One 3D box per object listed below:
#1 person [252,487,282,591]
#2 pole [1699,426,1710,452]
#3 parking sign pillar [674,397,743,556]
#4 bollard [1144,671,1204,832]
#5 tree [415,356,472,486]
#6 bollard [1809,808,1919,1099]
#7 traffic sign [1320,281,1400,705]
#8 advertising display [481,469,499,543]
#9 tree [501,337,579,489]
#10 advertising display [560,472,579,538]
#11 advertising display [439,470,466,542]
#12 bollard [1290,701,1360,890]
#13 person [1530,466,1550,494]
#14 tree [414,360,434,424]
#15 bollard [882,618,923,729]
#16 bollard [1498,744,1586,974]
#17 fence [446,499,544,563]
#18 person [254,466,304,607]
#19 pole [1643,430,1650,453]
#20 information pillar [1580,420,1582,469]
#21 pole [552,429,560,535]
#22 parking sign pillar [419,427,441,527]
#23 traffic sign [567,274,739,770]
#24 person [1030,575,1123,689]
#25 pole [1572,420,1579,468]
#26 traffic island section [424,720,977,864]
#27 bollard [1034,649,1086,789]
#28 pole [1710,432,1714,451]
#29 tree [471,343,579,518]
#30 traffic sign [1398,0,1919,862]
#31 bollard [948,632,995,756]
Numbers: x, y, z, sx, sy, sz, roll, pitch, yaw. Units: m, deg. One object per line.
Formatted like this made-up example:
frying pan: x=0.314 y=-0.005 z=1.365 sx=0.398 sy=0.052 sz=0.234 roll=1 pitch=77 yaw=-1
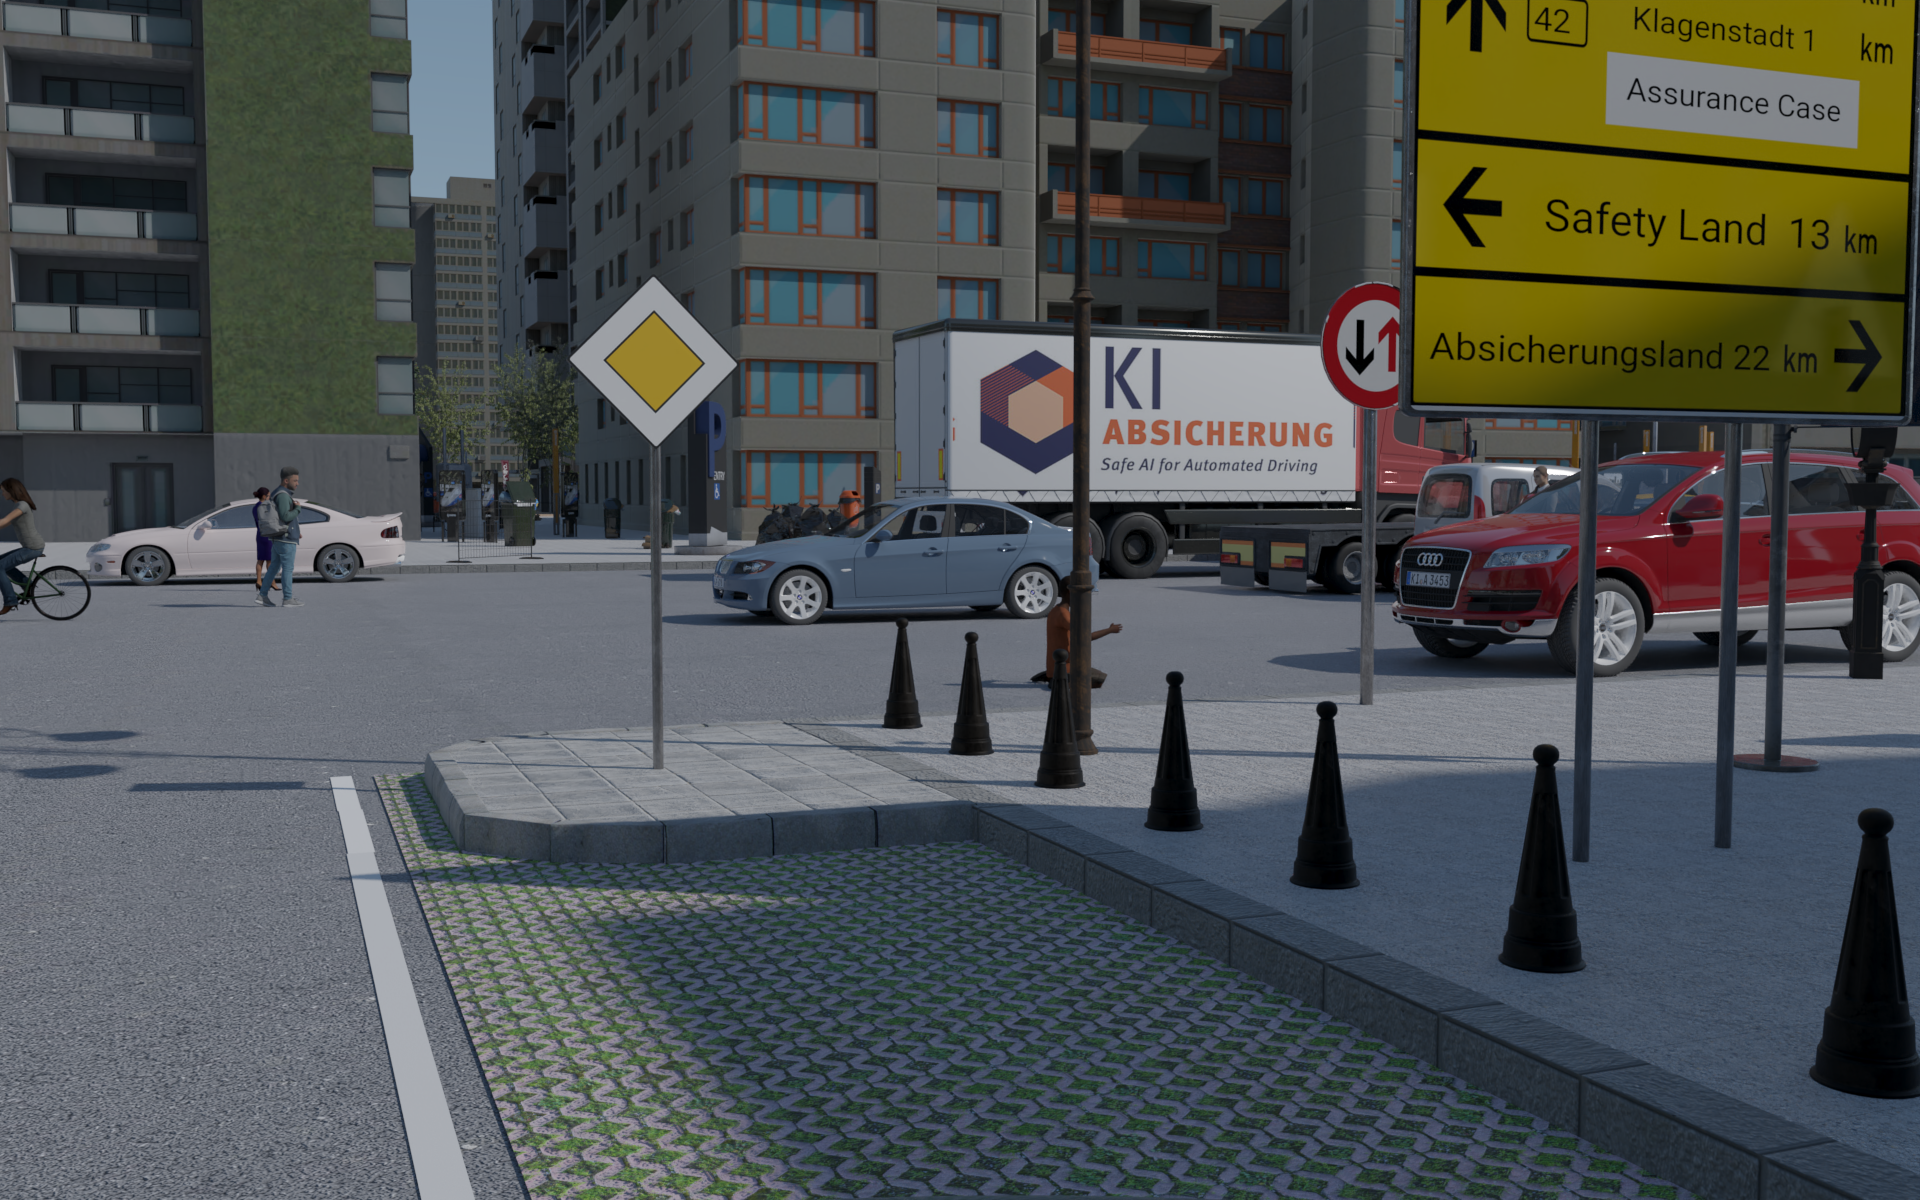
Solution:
person: x=-10.189 y=-0.903 z=25.641 sx=0.453 sy=1.535 sz=0.546 roll=1 pitch=4 yaw=21
pole: x=22.152 y=-3.540 z=51.720 sx=0.158 sy=3.312 sz=0.155 roll=0 pitch=3 yaw=0
parking sign pillar: x=-5.355 y=-2.952 z=36.741 sx=1.447 sy=3.967 sz=1.447 roll=1 pitch=4 yaw=11
bollard: x=0.825 y=0.573 z=6.668 sx=0.229 sy=0.601 sz=0.229 roll=0 pitch=3 yaw=0
tree: x=-27.623 y=-8.761 z=93.608 sx=4.737 sy=8.622 sz=4.395 roll=0 pitch=3 yaw=0
bollard: x=1.981 y=0.751 z=3.763 sx=0.229 sy=0.601 sz=0.229 roll=0 pitch=3 yaw=0
traffic sign: x=2.479 y=-0.635 z=10.488 sx=0.768 sy=2.556 sz=0.104 roll=-1 pitch=4 yaw=-21
advertising display: x=-12.423 y=-2.480 z=45.769 sx=0.123 sy=1.923 sz=0.974 roll=-3 pitch=4 yaw=-36
tree: x=-19.079 y=-7.945 z=80.271 sx=4.360 sy=8.622 sz=3.978 roll=0 pitch=3 yaw=0
advertising display: x=-11.618 y=-2.834 z=51.544 sx=0.123 sy=1.923 sz=0.974 roll=1 pitch=4 yaw=13
advertising display: x=-13.634 y=-2.527 z=46.528 sx=0.974 sy=1.923 sz=0.123 roll=2 pitch=4 yaw=35
bollard: x=1.205 y=0.632 z=5.706 sx=0.229 sy=0.601 sz=0.229 roll=0 pitch=3 yaw=0
person: x=7.285 y=-0.808 z=21.988 sx=0.573 sy=1.790 sz=0.520 roll=-2 pitch=4 yaw=-33
tree: x=-37.462 y=-11.597 z=106.625 sx=9.611 sy=12.733 sz=9.660 roll=0 pitch=3 yaw=0
bollard: x=-0.318 y=0.398 z=9.532 sx=0.229 sy=0.601 sz=0.229 roll=0 pitch=3 yaw=0
bollard: x=1.593 y=0.692 z=4.725 sx=0.229 sy=0.601 sz=0.229 roll=0 pitch=3 yaw=0
fence: x=-8.897 y=-1.345 z=33.195 sx=0.480 sy=1.192 sz=2.264 roll=2 pitch=4 yaw=25
person: x=-8.576 y=-0.802 z=21.963 sx=0.623 sy=1.781 sz=0.721 roll=3 pitch=5 yaw=42
pole: x=21.859 y=-3.755 z=55.239 sx=0.158 sy=3.312 sz=0.155 roll=0 pitch=3 yaw=0
information pillar: x=18.274 y=-3.640 z=50.867 sx=0.183 sy=3.616 sz=0.504 roll=1 pitch=4 yaw=22
pole: x=-12.636 y=-3.688 z=54.138 sx=0.158 sy=3.312 sz=0.155 roll=0 pitch=3 yaw=0
parking sign pillar: x=-20.901 y=-4.814 z=67.185 sx=1.447 sy=3.967 sz=1.447 roll=-3 pitch=5 yaw=-40
traffic sign: x=-1.411 y=-0.268 z=8.022 sx=0.795 sy=2.450 sz=0.064 roll=-1 pitch=4 yaw=-22
person: x=0.886 y=0.237 z=12.909 sx=0.655 sy=0.850 sz=0.859 roll=0 pitch=4 yaw=-5
pole: x=15.585 y=-3.062 z=43.909 sx=0.158 sy=3.312 sz=0.155 roll=0 pitch=3 yaw=0
traffic island section: x=-1.392 y=0.867 z=8.108 sx=2.009 sy=0.180 sz=2.903 roll=-1 pitch=4 yaw=-22
bollard: x=0.441 y=0.515 z=7.621 sx=0.229 sy=0.601 sz=0.229 roll=0 pitch=3 yaw=0
pole: x=24.574 y=-3.852 z=56.826 sx=0.158 sy=3.312 sz=0.155 roll=0 pitch=3 yaw=0
tree: x=-21.339 y=-8.255 z=85.333 sx=4.737 sy=8.622 sz=4.395 roll=0 pitch=3 yaw=0
traffic sign: x=2.476 y=-0.746 z=6.072 sx=2.265 sy=3.308 sz=0.079 roll=-1 pitch=4 yaw=-21
bollard: x=0.057 y=0.457 z=8.575 sx=0.229 sy=0.601 sz=0.229 roll=0 pitch=3 yaw=0
